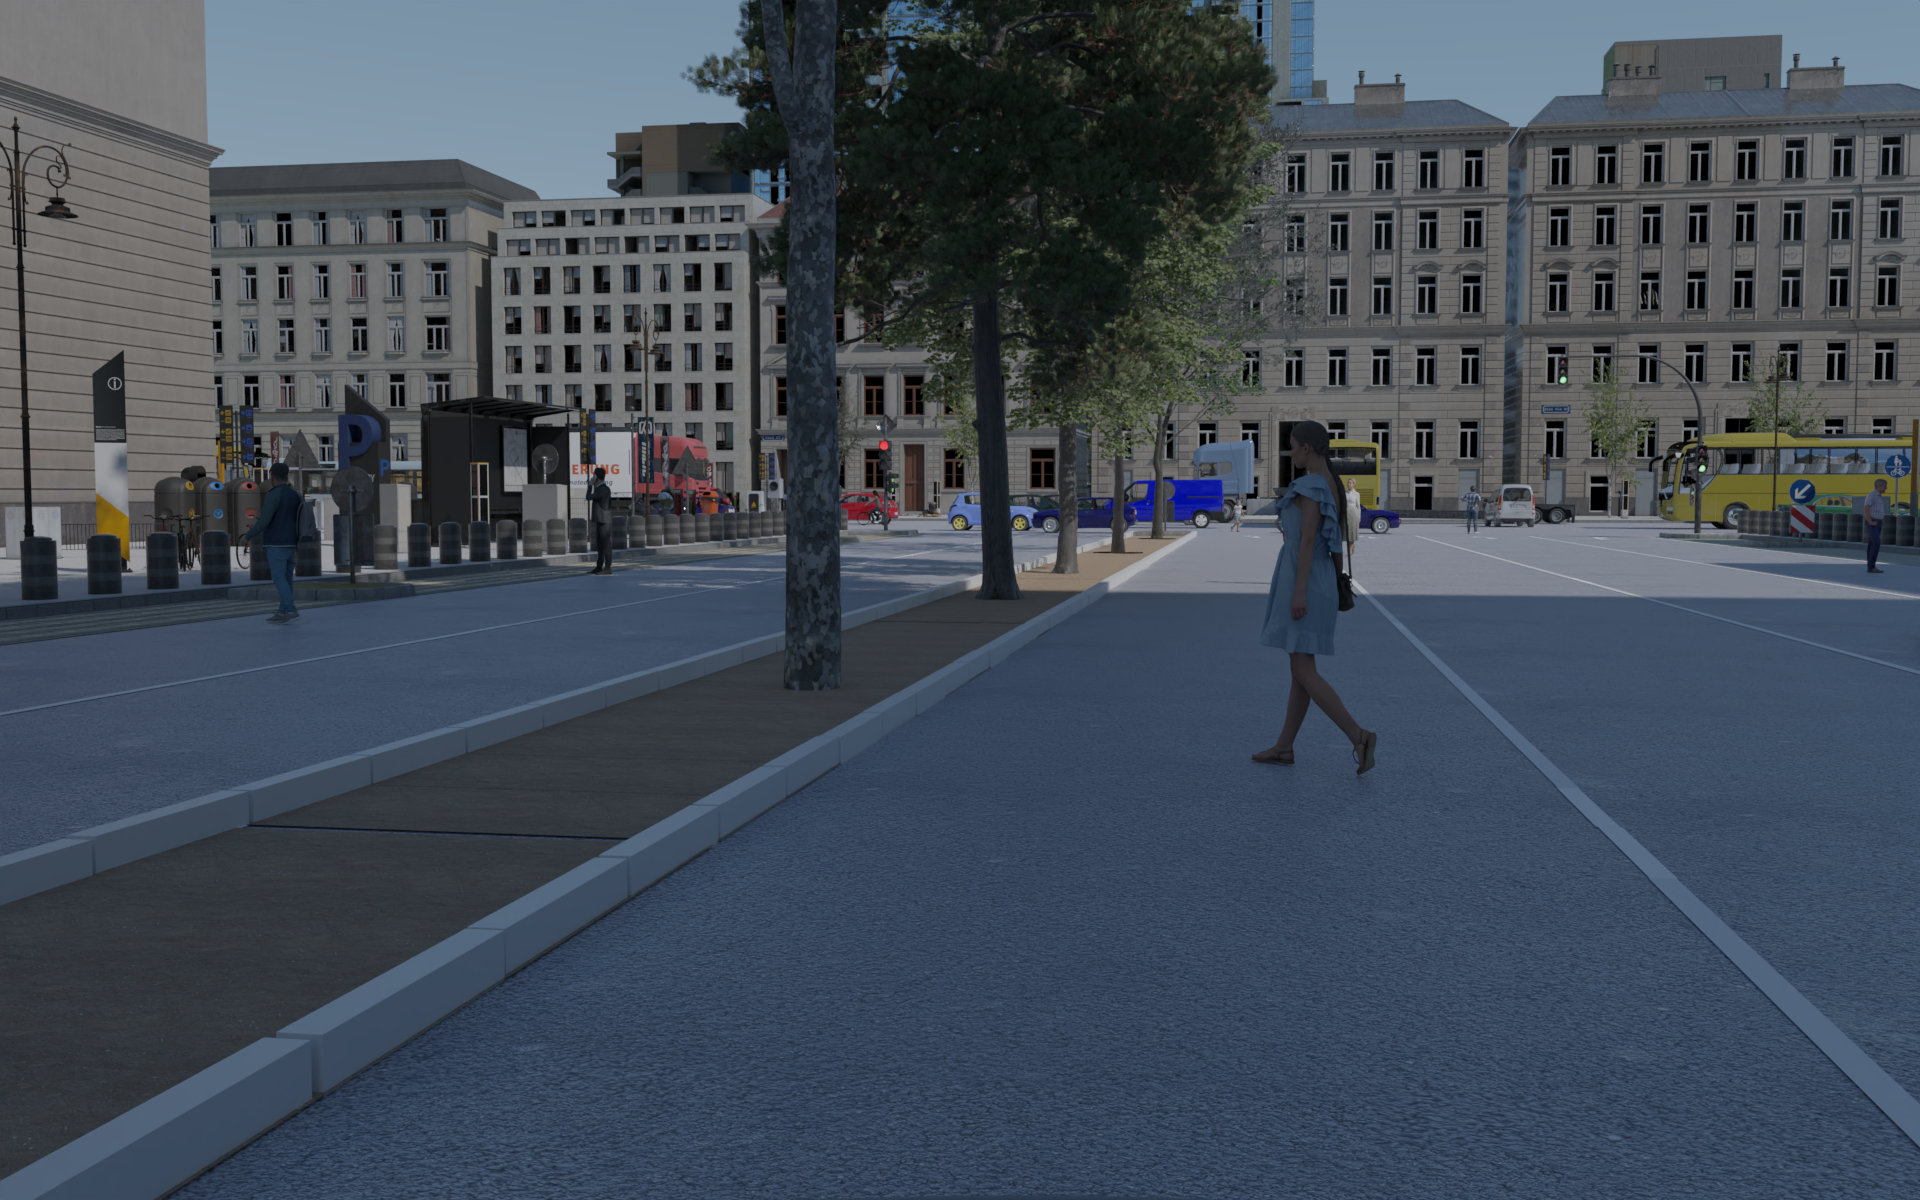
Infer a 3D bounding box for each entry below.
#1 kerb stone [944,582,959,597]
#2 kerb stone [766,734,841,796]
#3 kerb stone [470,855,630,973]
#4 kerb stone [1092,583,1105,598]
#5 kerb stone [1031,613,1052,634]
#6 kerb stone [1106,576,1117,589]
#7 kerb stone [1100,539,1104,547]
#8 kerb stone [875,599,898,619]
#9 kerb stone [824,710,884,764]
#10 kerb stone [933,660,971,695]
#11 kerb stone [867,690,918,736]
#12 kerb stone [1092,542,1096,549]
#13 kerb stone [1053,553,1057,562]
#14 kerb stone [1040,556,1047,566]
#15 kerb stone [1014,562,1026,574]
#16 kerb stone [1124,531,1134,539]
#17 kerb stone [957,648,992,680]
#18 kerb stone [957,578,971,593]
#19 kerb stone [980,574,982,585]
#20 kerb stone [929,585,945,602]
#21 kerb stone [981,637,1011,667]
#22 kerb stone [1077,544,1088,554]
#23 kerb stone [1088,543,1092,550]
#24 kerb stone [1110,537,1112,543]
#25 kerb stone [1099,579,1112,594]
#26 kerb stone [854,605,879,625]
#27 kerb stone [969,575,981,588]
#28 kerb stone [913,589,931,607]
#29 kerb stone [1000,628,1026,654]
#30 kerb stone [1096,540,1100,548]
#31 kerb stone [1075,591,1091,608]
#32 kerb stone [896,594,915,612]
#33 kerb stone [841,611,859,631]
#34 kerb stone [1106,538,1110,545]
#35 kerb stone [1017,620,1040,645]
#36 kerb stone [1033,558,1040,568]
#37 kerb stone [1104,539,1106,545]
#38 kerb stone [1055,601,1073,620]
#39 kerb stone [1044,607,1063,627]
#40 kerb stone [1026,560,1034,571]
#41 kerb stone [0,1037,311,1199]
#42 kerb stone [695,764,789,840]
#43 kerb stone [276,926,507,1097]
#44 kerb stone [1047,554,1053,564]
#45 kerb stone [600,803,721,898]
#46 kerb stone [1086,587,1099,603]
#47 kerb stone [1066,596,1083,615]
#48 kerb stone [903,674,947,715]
[{"bbox_3d":[-0.201,-0.125,24.237,0.120,0.150,1.000,1,4,10],"label":"kerb stone"},{"bbox_3d":[-0.786,0.827,8.673,0.120,0.150,1.000,1,4,10],"label":"kerb stone"},{"bbox_3d":[-1.318,1.016,5.628,0.120,0.150,1.000,1,4,10],"label":"kerb stone"},{"bbox_3d":[1.865,-0.104,23.891,0.120,0.150,1.000,1,4,10],"label":"kerb stone"},{"bbox_3d":[0.795,0.273,17.801,0.120,0.150,1.000,1,4,10],"label":"kerb stone"},{"bbox_3d":[2.210,-0.227,25.918,0.120,0.150,1.000,1,4,10],"label":"kerb stone"},{"bbox_3d":[3.685,-1.485,46.543,0.120,0.150,1.000,1,4,10],"label":"kerb stone"},{"bbox_3d":[-0.915,0.125,20.174,0.120,0.150,1.000,1,4,10],"label":"kerb stone"},{"bbox_3d":[-0.603,0.768,9.683,0.120,0.150,1.000,1,4,10],"label":"kerb stone"},{"bbox_3d":[-0.081,0.582,12.723,0.120,0.150,1.000,1,4,10],"label":"kerb stone"},{"bbox_3d":[-0.430,0.704,10.694,0.120,0.150,1.000,1,4,10],"label":"kerb stone"},{"bbox_3d":[3.323,-1.366,44.522,0.120,0.150,1.000,1,4,10],"label":"kerb stone"},{"bbox_3d":[1.914,-0.867,36.395,0.120,0.150,1.000,1,4,10],"label":"kerb stone"},{"bbox_3d":[1.554,-0.741,34.369,0.120,0.150,1.000,1,4,10],"label":"kerb stone"},{"bbox_3d":[1.017,-0.558,31.324,0.120,0.150,1.000,1,4,10],"label":"kerb stone"},{"bbox_3d":[5.617,-2.172,57.715,0.120,0.150,1.000,1,4,10],"label":"kerb stone"},{"bbox_3d":[0.094,0.517,13.741,0.120,0.150,1.000,1,4,10],"label":"kerb stone"},{"bbox_3d":[-0.024,-0.184,25.248,0.120,0.150,1.000,1,4,10],"label":"kerb stone"},{"bbox_3d":[0.317,-0.311,27.275,0.120,0.150,1.000,1,4,10],"label":"kerb stone"},{"bbox_3d":[-0.384,-0.061,23.224,0.120,0.150,1.000,1,4,10],"label":"kerb stone"},{"bbox_3d":[0.280,0.455,14.753,0.120,0.150,1.000,1,4,10],"label":"kerb stone"},{"bbox_3d":[2.969,-1.237,42.492,0.120,0.150,1.000,1,4,10],"label":"kerb stone"},{"bbox_3d":[3.152,-1.304,43.510,0.120,0.150,1.000,1,4,10],"label":"kerb stone"},{"bbox_3d":[4.203,-1.676,49.590,0.120,0.150,1.000,1,4,10],"label":"kerb stone"},{"bbox_3d":[2.041,-0.166,24.905,0.120,0.150,1.000,1,4,10],"label":"kerb stone"},{"bbox_3d":[-1.093,0.185,19.163,0.120,0.150,1.000,1,4,10],"label":"kerb stone"},{"bbox_3d":[0.140,-0.246,26.262,0.120,0.150,1.000,1,4,10],"label":"kerb stone"},{"bbox_3d":[-0.559,-0.001,22.209,0.120,0.150,1.000,1,4,10],"label":"kerb stone"},{"bbox_3d":[0.451,0.393,15.765,0.120,0.150,1.000,1,4,10],"label":"kerb stone"},{"bbox_3d":[3.500,-1.425,45.533,0.120,0.150,1.000,1,4,10],"label":"kerb stone"},{"bbox_3d":[1.512,0.020,21.864,0.120,0.150,1.000,1,4,10],"label":"kerb stone"},{"bbox_3d":[-0.739,0.064,21.196,0.120,0.150,1.000,1,4,10],"label":"kerb stone"},{"bbox_3d":[-1.263,0.247,18.151,0.120,0.150,1.000,1,4,10],"label":"kerb stone"},{"bbox_3d":[4.024,-1.610,48.575,0.120,0.150,1.000,1,4,10],"label":"kerb stone"},{"bbox_3d":[0.626,0.333,16.777,0.120,0.150,1.000,1,4,10],"label":"kerb stone"},{"bbox_3d":[1.378,-0.682,33.352,0.120,0.150,1.000,1,4,10],"label":"kerb stone"},{"bbox_3d":[3.848,-1.549,47.564,0.120,0.150,1.000,1,4,10],"label":"kerb stone"},{"bbox_3d":[1.155,0.145,19.826,0.120,0.150,1.000,1,4,10],"label":"kerb stone"},{"bbox_3d":[0.979,0.207,18.810,0.120,0.150,1.000,1,4,10],"label":"kerb stone"},{"bbox_3d":[1.202,-0.620,32.340,0.120,0.150,1.000,1,4,10],"label":"kerb stone"},{"bbox_3d":[-1.669,1.138,3.590,0.120,0.150,1.000,1,4,10],"label":"kerb stone"},{"bbox_3d":[-0.963,0.890,7.657,0.120,0.150,1.000,1,4,10],"label":"kerb stone"},{"bbox_3d":[-1.485,1.076,4.615,0.120,0.150,1.000,1,4,10],"label":"kerb stone"},{"bbox_3d":[1.733,-0.806,35.382,0.120,0.150,1.000,1,4,10],"label":"kerb stone"},{"bbox_3d":[-1.138,0.952,6.638,0.120,0.150,1.000,1,4,10],"label":"kerb stone"},{"bbox_3d":[1.695,-0.037,22.875,0.120,0.150,1.000,1,4,10],"label":"kerb stone"},{"bbox_3d":[1.335,0.082,20.848,0.120,0.150,1.000,1,4,10],"label":"kerb stone"},{"bbox_3d":[-0.251,0.641,11.708,0.120,0.150,1.000,1,4,10],"label":"kerb stone"}]
